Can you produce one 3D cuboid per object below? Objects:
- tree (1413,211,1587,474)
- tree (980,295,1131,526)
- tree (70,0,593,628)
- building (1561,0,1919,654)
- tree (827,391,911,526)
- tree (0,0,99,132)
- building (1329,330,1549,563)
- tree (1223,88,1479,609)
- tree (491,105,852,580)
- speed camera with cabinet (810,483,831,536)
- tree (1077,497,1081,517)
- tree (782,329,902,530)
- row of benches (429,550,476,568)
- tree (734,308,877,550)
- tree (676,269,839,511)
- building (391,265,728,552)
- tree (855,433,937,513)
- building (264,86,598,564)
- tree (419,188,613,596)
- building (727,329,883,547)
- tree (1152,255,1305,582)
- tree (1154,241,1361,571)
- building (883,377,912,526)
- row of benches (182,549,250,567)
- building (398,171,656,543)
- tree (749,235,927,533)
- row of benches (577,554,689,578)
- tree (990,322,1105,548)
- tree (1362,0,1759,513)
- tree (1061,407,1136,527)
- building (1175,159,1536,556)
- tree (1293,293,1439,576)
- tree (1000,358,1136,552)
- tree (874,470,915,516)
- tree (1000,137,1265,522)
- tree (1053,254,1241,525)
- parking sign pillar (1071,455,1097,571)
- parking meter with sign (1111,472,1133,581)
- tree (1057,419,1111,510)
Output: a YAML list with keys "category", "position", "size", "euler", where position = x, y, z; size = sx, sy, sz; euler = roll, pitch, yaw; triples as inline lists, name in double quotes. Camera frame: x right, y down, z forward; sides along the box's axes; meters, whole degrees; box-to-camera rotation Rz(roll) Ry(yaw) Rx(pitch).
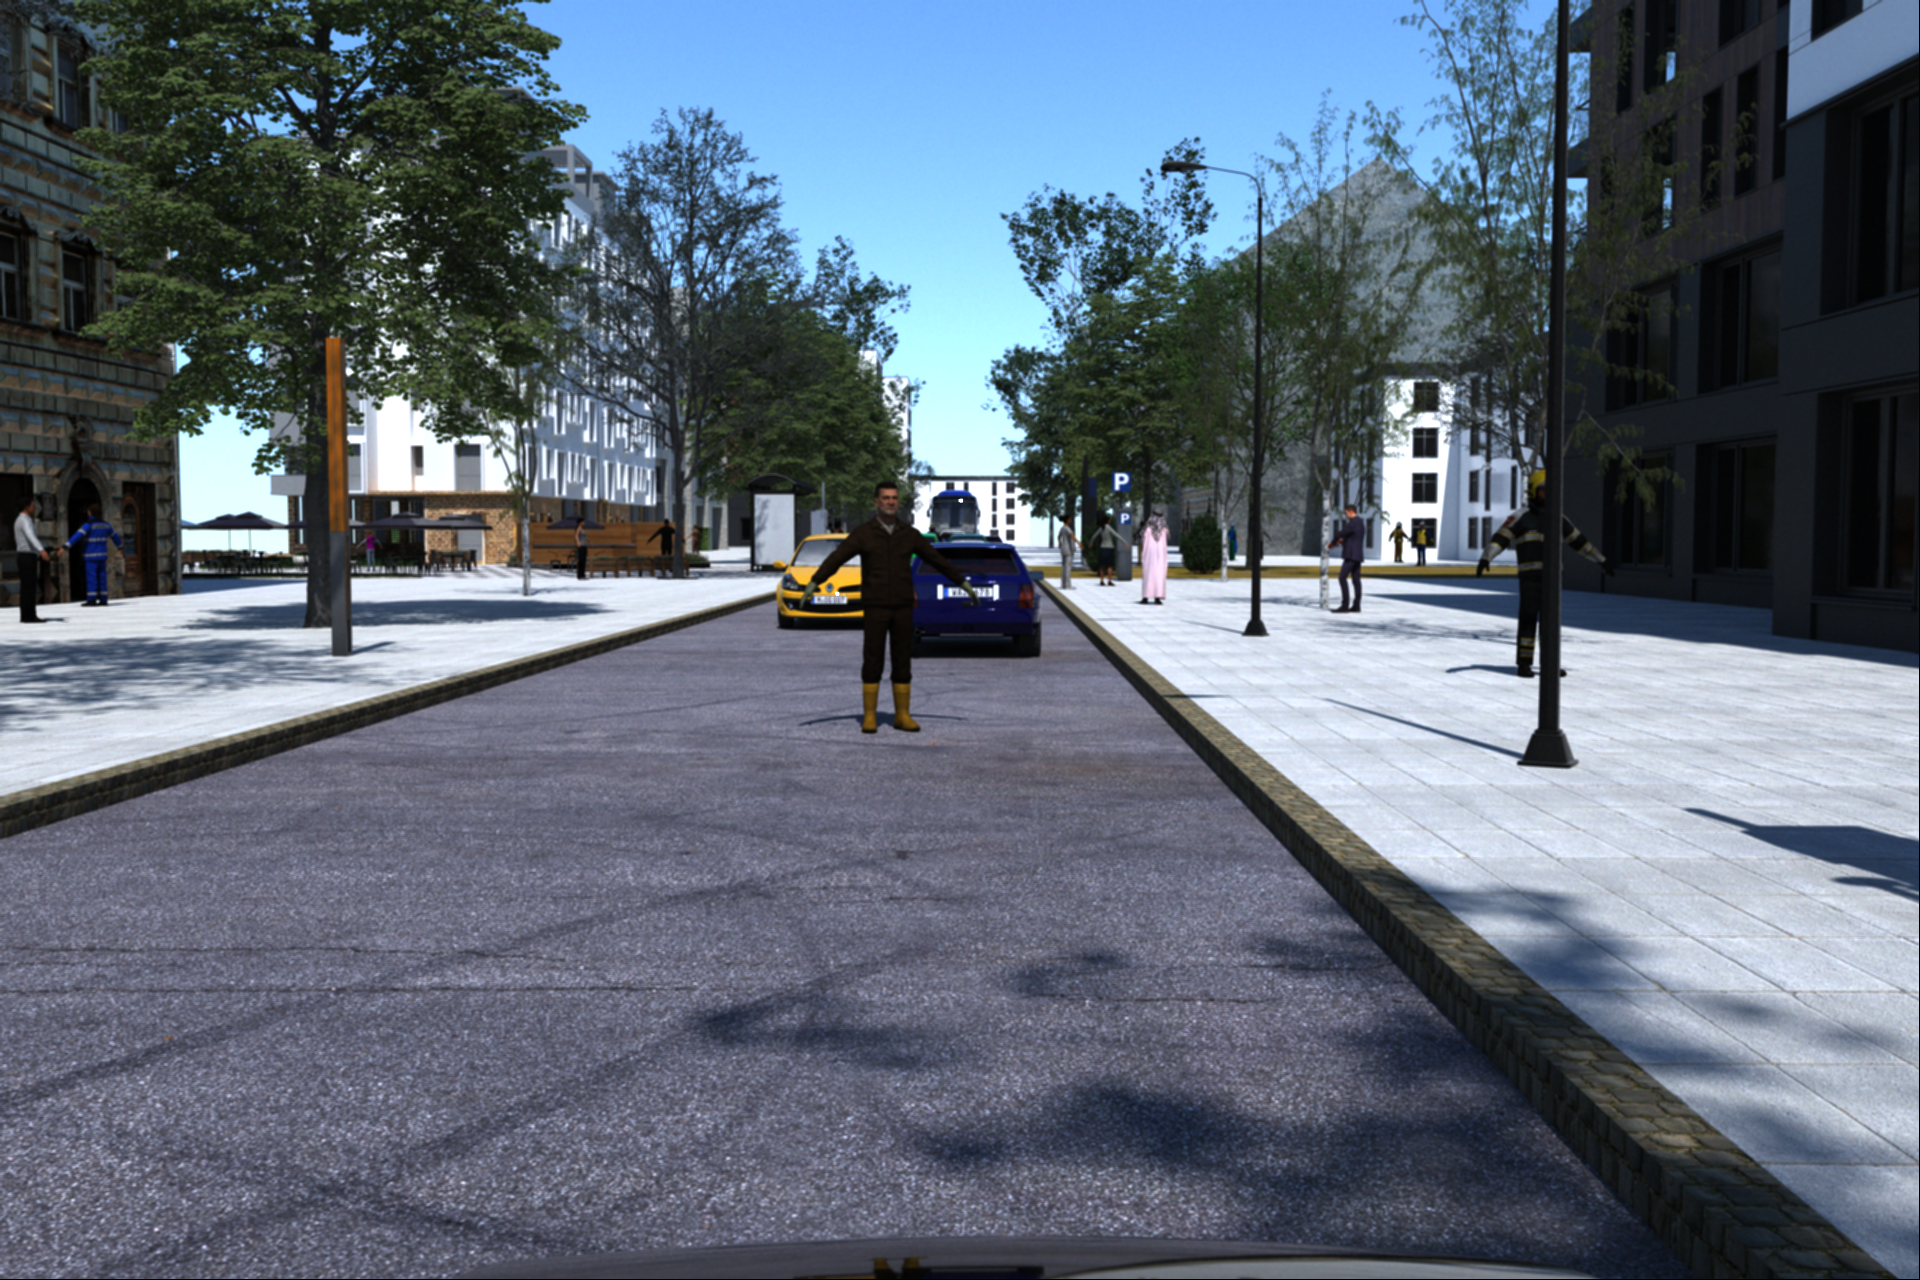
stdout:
- category: "tree"
  position: [22.250, -9.440, 64.721]
  size: [12.009, 13.543, 11.850]
  euler: [0, 3, 0]
- category: "tree"
  position: [7.922, -17.345, 139.477]
  size: [12.611, 20.169, 13.585]
  euler: [0, 3, 0]
- category: "tree"
  position: [-8.644, -6.470, 23.915]
  size: [7.486, 12.596, 7.792]
  euler: [0, 3, 0]
- category: "building"
  position: [24.225, -10.971, 23.354]
  size: [27.936, 21.610, 32.646]
  euler: [0, 4, 1]
- category: "tree"
  position: [-7.159, -12.992, 130.540]
  size: [7.486, 12.596, 7.792]
  euler: [0, 3, 0]
- category: "tree"
  position: [-8.984, -6.105, 10.186]
  size: [12.009, 13.543, 11.850]
  euler: [0, 3, 0]
- category: "building"
  position: [25.245, -8.749, 85.186]
  size: [9.099, 9.664, 28.070]
  euler: [0, 4, 1]
- category: "tree"
  position: [6.054, -4.847, 29.616]
  size: [4.360, 8.622, 3.978]
  euler: [0, 3, 0]
- category: "tree"
  position: [-7.893, -8.482, 49.044]
  size: [12.009, 13.543, 11.850]
  euler: [0, 3, 0]
- category: "speed camera with cabinet"
  position: [-5.413, -4.457, 67.213]
  size: [0.660, 3.252, 2.038]
  euler: [0, 4, 2]
- category: "tree"
  position: [19.091, -18.036, 245.247]
  size: [4.360, 8.622, 3.978]
  euler: [0, 3, 0]
- category: "tree"
  position: [-6.894, -10.911, 96.516]
  size: [7.486, 12.596, 7.792]
  euler: [0, 3, 0]
- category: "row of benches"
  position: [-19.539, -3.131, 66.649]
  size: [1.422, 0.672, 4.104]
  euler: [0, 4, 1]
- category: "tree"
  position: [-7.736, -10.269, 86.017]
  size: [7.486, 12.596, 7.792]
  euler: [0, 3, 0]
- category: "tree"
  position: [-8.737, -9.538, 74.066]
  size: [7.486, 12.596, 7.792]
  euler: [0, 3, 0]
- category: "building"
  position: [-27.650, -15.781, 124.484]
  size: [16.747, 18.905, 31.486]
  euler: [0, 4, 2]
- category: "tree"
  position: [-6.568, -13.543, 155.842]
  size: [8.767, 10.594, 7.601]
  euler: [-2, 4, -25]
- category: "building"
  position: [-23.527, -13.350, 74.687]
  size: [16.016, 20.090, 11.380]
  euler: [0, 4, 1]
- category: "tree"
  position: [-8.789, -5.228, 35.844]
  size: [4.360, 8.622, 3.978]
  euler: [0, 3, 0]
- category: "building"
  position: [-23.154, -21.115, 189.202]
  size: [27.936, 21.610, 32.646]
  euler: [0, 4, 1]
- category: "tree"
  position: [7.086, -5.862, 46.200]
  size: [4.360, 8.622, 3.978]
  euler: [0, 3, 0]
- category: "tree"
  position: [10.444, -8.266, 60.900]
  size: [9.928, 11.665, 9.643]
  euler: [0, 3, 0]
- category: "building"
  position: [-20.725, -23.162, 222.672]
  size: [27.936, 21.610, 32.646]
  euler: [0, 4, 1]
- category: "row of benches"
  position: [-29.763, -3.275, 69.004]
  size: [1.422, 0.672, 4.104]
  euler: [1, 4, 11]
- category: "building"
  position: [-23.589, -14.399, 91.845]
  size: [16.016, 20.090, 11.380]
  euler: [0, 4, 1]
- category: "tree"
  position: [-8.472, -15.711, 112.761]
  size: [12.611, 20.169, 13.585]
  euler: [0, 3, 0]
- category: "row of benches"
  position: [-9.677, -2.225, 51.835]
  size: [1.422, 0.672, 4.104]
  euler: [3, 4, 36]
- category: "tree"
  position: [9.351, -18.188, 153.269]
  size: [12.611, 20.169, 13.585]
  euler: [0, 3, 0]
- category: "tree"
  position: [6.567, -4.253, 19.900]
  size: [4.360, 8.622, 3.978]
  euler: [0, 3, 0]
- category: "tree"
  position: [7.696, -9.083, 98.871]
  size: [4.737, 8.622, 4.395]
  euler: [0, 3, 0]
- category: "building"
  position: [24.408, -17.093, 110.400]
  size: [19.493, 23.208, 18.063]
  euler: [0, 4, 1]
- category: "tree"
  position: [11.852, -6.308, 53.497]
  size: [4.360, 8.622, 3.978]
  euler: [0, 3, 0]
- category: "tree"
  position: [7.795, -13.200, 122.477]
  size: [9.857, 13.997, 8.962]
  euler: [0, 3, 0]
- category: "tree"
  position: [-6.181, -12.041, 147.235]
  size: [4.737, 8.622, 4.395]
  euler: [0, 3, 0]
- category: "tree"
  position: [8.627, -13.882, 82.863]
  size: [12.611, 20.169, 13.585]
  euler: [0, 3, 0]
- category: "tree"
  position: [7.640, -9.302, 70.221]
  size: [7.486, 12.596, 7.792]
  euler: [0, 3, 0]
- category: "parking sign pillar"
  position: [4.445, -4.372, 59.947]
  size: [1.447, 3.967, 1.447]
  euler: [0, 4, 0]
- category: "parking meter with sign"
  position: [4.517, -3.160, 47.927]
  size: [0.543, 3.016, 1.738]
  euler: [0, 4, 1]
- category: "tree"
  position: [8.233, -9.809, 110.733]
  size: [4.737, 8.622, 4.395]
  euler: [0, 3, 0]
